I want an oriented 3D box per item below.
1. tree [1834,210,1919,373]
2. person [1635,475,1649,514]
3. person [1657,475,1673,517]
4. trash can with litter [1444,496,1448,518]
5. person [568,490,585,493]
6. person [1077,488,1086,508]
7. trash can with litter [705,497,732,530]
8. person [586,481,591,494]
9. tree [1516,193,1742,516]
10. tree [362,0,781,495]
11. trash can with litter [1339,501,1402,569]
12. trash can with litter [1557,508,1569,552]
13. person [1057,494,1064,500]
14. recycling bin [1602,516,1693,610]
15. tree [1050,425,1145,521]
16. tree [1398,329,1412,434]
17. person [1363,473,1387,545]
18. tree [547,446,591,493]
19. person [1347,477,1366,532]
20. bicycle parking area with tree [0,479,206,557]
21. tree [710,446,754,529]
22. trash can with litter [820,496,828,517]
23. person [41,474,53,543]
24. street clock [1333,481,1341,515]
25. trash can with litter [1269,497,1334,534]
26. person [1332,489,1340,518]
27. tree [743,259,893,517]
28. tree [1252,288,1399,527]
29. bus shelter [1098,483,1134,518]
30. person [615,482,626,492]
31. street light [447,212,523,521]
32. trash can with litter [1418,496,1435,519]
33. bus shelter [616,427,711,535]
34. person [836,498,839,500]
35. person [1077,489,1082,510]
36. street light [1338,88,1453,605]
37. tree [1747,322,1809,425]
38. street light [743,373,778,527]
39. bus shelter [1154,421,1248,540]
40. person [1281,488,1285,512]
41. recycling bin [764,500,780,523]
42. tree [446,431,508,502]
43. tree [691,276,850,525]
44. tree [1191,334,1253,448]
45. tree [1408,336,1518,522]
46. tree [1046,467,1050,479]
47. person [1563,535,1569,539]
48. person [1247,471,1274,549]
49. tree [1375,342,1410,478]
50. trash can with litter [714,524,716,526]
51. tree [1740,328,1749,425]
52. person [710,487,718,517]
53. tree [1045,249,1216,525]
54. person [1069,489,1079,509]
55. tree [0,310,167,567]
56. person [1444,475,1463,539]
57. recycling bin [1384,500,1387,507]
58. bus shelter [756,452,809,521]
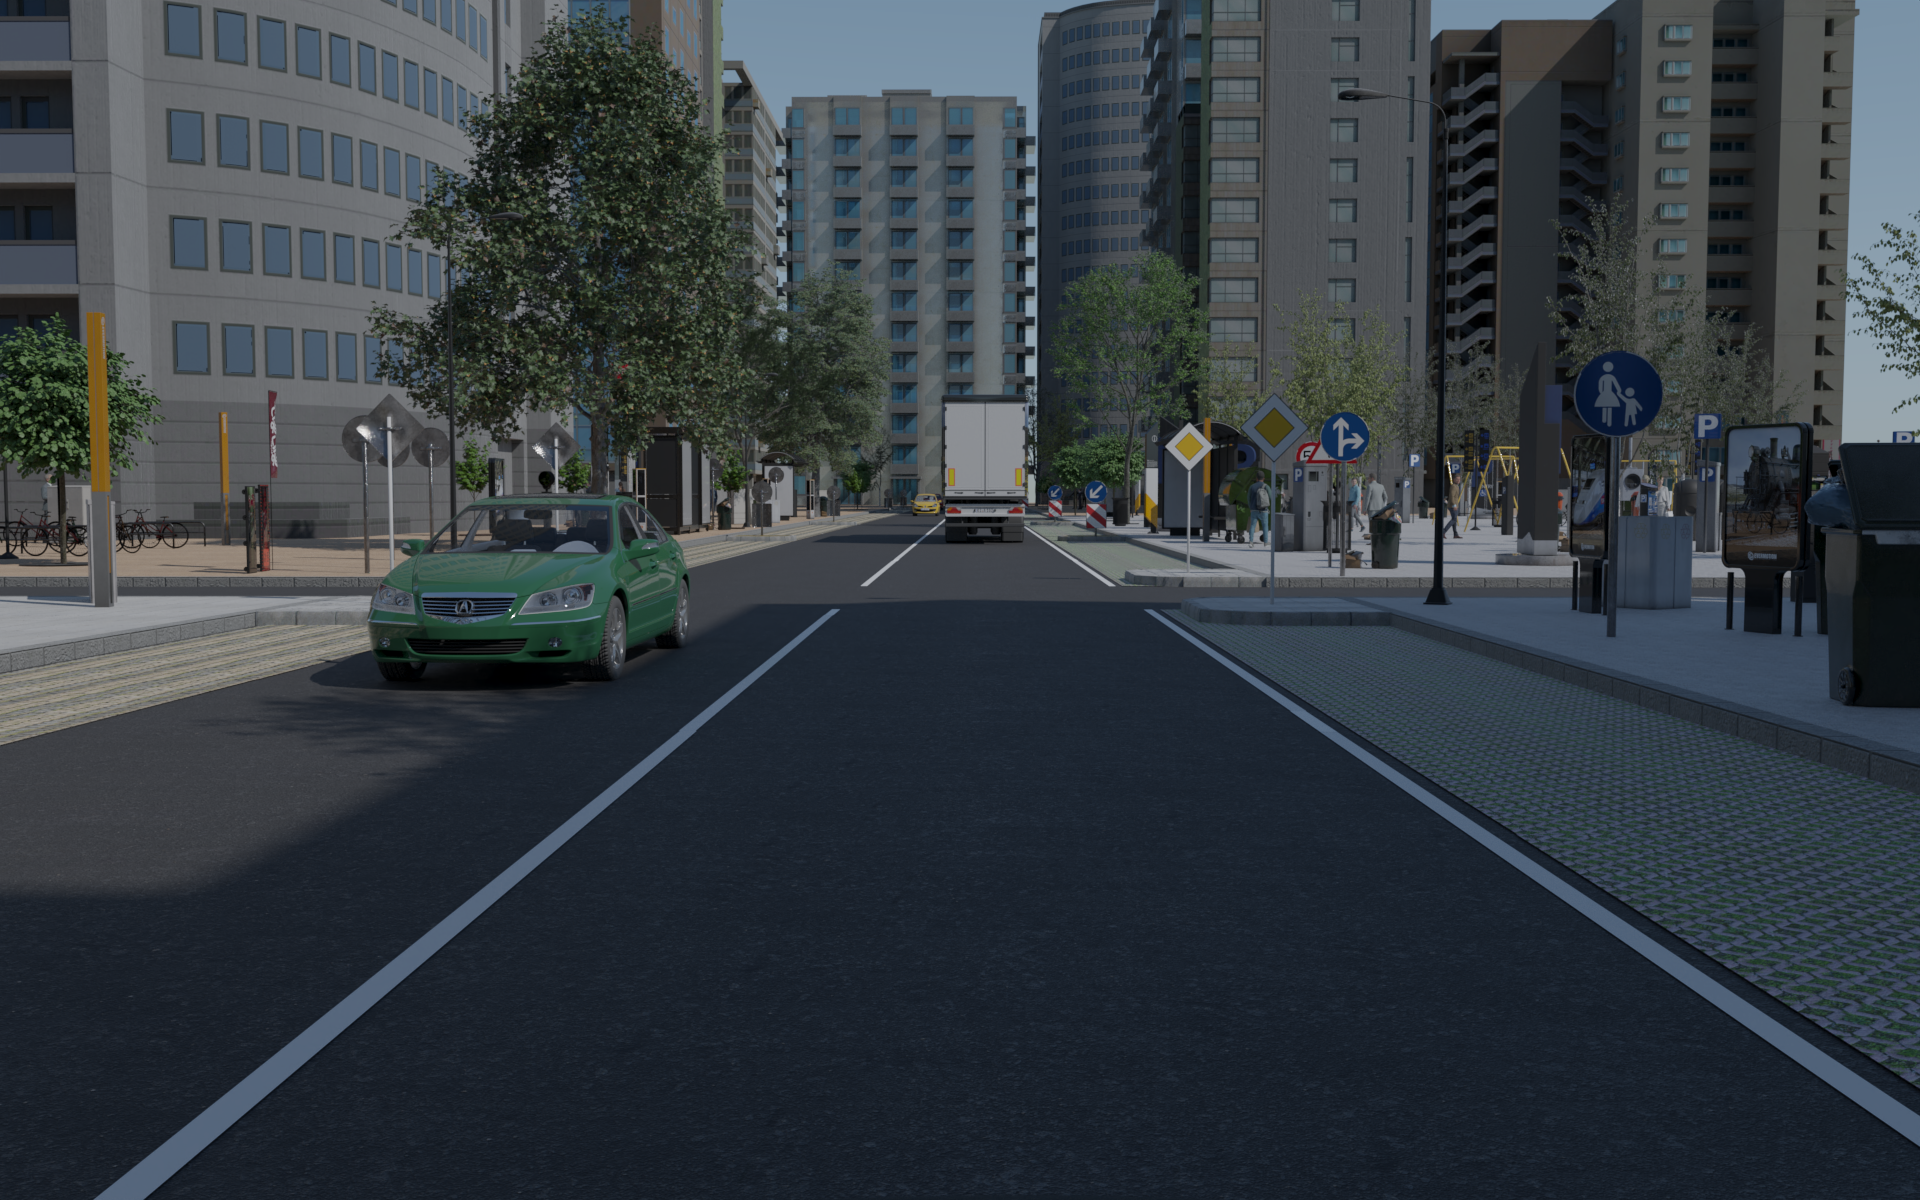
[{"bbox_3d":[19.103,-5.026,32.539,4.737,8.622,4.395,0,3,0],"label":"tree"},{"bbox_3d":[20.306,-2.772,51.241,0.818,1.842,0.514,0,4,5],"label":"person"},{"bbox_3d":[18.781,-2.447,46.396,0.624,1.780,0.694,-3,5,-39],"label":"person"},{"bbox_3d":[25.736,-5.005,93.217,1.055,1.170,0.624,2,4,26],"label":"trash can with litter"},{"bbox_3d":[-14.343,-3.583,64.801,0.592,1.802,0.473,2,4,33],"label":"person"},{"bbox_3d":[11.638,-9.539,162.146,1.348,1.807,0.705,1,4,15],"label":"person"},{"bbox_3d":[-8.605,-3.060,61.419,1.055,1.170,0.624,0,4,1],"label":"trash can with litter"},{"bbox_3d":[-16.417,-4.320,76.482,0.447,1.846,0.655,-1,4,-10],"label":"person"},{"bbox_3d":[16.215,-5.625,42.339,4.360,8.622,3.978,0,3,0],"label":"tree"},{"bbox_3d":[-8.601,-7.572,40.809,9.611,12.733,9.660,0,3,0],"label":"tree"},{"bbox_3d":[7.064,-1.126,29.794,1.055,1.170,0.624,1,4,17],"label":"trash can with litter"},{"bbox_3d":[13.319,-1.658,38.493,0.624,1.170,1.055,-3,5,-42],"label":"trash can with litter"},{"bbox_3d":[9.797,-10.172,172.362,1.348,1.822,0.705,1,4,22],"label":"person"},{"bbox_3d":[7.777,-0.432,19.621,0.722,1.027,0.722,-2,4,-32],"label":"recycling bin"},{"bbox_3d":[7.378,-6.012,82.007,4.285,4.588,4.351,0,3,0],"label":"tree"},{"bbox_3d":[15.212,-7.123,66.822,4.737,8.622,4.395,0,3,0],"label":"tree"},{"bbox_3d":[10.399,-2.282,43.455,0.635,1.810,0.391,-3,5,-40],"label":"person"},{"bbox_3d":[-13.533,-4.001,60.010,1.663,3.219,1.824,0,3,0],"label":"tree"},{"bbox_3d":[13.324,-3.204,58.290,0.748,1.841,0.638,0,4,1],"label":"person"},{"bbox_3d":[-21.598,-3.165,38.751,9.016,4.147,8.231,1,4,12],"label":"bicycle parking area with tree"},{"bbox_3d":[-8.462,-4.231,63.779,1.663,3.219,1.824,0,3,0],"label":"tree"},{"bbox_3d":[-7.668,-5.313,98.251,0.624,1.170,1.055,-1,4,-13],"label":"trash can with litter"},{"bbox_3d":[-23.827,-2.405,45.535,0.590,1.801,0.661,0,4,-3],"label":"person"},{"bbox_3d":[19.128,-5.108,88.078,0.471,2.002,0.358,2,4,30],"label":"street clock"},{"bbox_3d":[11.270,-2.785,56.595,1.678,1.210,2.233,-3,5,-43],"label":"trash can with litter"},{"bbox_3d":[19.720,-5.212,91.651,0.661,1.777,0.834,3,5,40],"label":"person"},{"bbox_3d":[-8.069,-11.566,95.761,9.857,13.997,8.962,0,3,0],"label":"tree"},{"bbox_3d":[12.836,-6.797,61.487,4.737,8.622,4.395,0,3,0],"label":"tree"},{"bbox_3d":[8.619,-6.236,95.889,2.014,3.302,5.546,0,4,0],"label":"bus shelter"},{"bbox_3d":[-14.422,-4.135,73.742,0.616,1.811,0.778,0,4,-3],"label":"person"},{"bbox_3d":[-7.902,-3.437,28.732,1.470,5.913,1.316,0,4,1],"label":"street light"},{"bbox_3d":[24.215,-4.782,89.577,1.055,1.170,0.624,2,4,33],"label":"trash can with litter"},{"bbox_3d":[-9.503,-4.749,55.274,2.179,5.291,8.768,0,4,1],"label":"bus shelter"},{"bbox_3d":[-9.680,-7.828,135.505,0.593,1.643,0.415,-3,5,-43],"label":"person"},{"bbox_3d":[9.881,-8.336,143.134,0.445,1.727,0.742,0,3,0],"label":"person"},{"bbox_3d":[5.025,-2.903,20.007,1.470,5.913,1.316,0,4,1],"label":"street light"},{"bbox_3d":[33.380,-7.542,73.668,4.360,8.622,3.978,0,3,0],"label":"tree"},{"bbox_3d":[-7.679,-5.749,66.534,1.470,5.913,1.316,0,4,1],"label":"street light"},{"bbox_3d":[6.980,-3.473,50.713,2.014,3.302,5.546,0,4,0],"label":"bus shelter"},{"bbox_3d":[10.789,-3.191,58.405,0.537,1.800,0.526,-2,4,-33],"label":"person"},{"bbox_3d":[-8.407,-3.917,76.600,0.722,1.027,0.722,-2,4,-24],"label":"recycling bin"},{"bbox_3d":[-15.009,-3.581,53.158,1.663,3.219,1.824,0,3,0],"label":"tree"},{"bbox_3d":[-8.820,-8.419,72.064,8.767,10.594,7.601,-1,4,-11],"label":"tree"},{"bbox_3d":[12.774,-7.986,80.936,4.737,8.622,4.395,0,3,0],"label":"tree"},{"bbox_3d":[23.275,-7.919,79.845,4.360,8.622,3.978,0,3,0],"label":"tree"},{"bbox_3d":[6.730,-7.238,102.054,4.285,4.588,4.351,0,3,0],"label":"tree"},{"bbox_3d":[14.184,-2.057,39.560,0.818,1.842,0.514,2,4,34],"label":"person"},{"bbox_3d":[7.070,-2.146,41.119,0.794,1.824,0.713,3,5,45],"label":"person"},{"bbox_3d":[22.170,-8.215,84.673,4.360,8.622,3.978,0,3,0],"label":"tree"},{"bbox_3d":[-10.332,-3.576,69.531,1.678,1.210,2.233,1,4,18],"label":"trash can with litter"},{"bbox_3d":[27.168,-7.016,65.070,4.360,8.622,3.978,0,3,0],"label":"tree"},{"bbox_3d":[-13.740,-5.493,96.039,0.721,1.800,0.419,-3,4,-37],"label":"person"},{"bbox_3d":[7.180,-9.016,73.171,9.928,11.665,9.643,0,3,0],"label":"tree"},{"bbox_3d":[10.053,-8.870,151.201,1.348,1.807,0.705,-2,4,-33],"label":"person"},{"bbox_3d":[-16.110,-2.897,31.083,4.285,4.588,4.351,0,3,0],"label":"tree"},{"bbox_3d":[14.126,-2.672,49.640,0.836,1.842,0.656,-1,4,-19],"label":"person"},{"bbox_3d":[19.283,-4.115,79.833,0.722,1.027,0.722,1,4,18],"label":"recycling bin"},{"bbox_3d":[-8.706,-5.600,85.483,2.014,3.302,5.546,0,4,0],"label":"bus shelter"}]
